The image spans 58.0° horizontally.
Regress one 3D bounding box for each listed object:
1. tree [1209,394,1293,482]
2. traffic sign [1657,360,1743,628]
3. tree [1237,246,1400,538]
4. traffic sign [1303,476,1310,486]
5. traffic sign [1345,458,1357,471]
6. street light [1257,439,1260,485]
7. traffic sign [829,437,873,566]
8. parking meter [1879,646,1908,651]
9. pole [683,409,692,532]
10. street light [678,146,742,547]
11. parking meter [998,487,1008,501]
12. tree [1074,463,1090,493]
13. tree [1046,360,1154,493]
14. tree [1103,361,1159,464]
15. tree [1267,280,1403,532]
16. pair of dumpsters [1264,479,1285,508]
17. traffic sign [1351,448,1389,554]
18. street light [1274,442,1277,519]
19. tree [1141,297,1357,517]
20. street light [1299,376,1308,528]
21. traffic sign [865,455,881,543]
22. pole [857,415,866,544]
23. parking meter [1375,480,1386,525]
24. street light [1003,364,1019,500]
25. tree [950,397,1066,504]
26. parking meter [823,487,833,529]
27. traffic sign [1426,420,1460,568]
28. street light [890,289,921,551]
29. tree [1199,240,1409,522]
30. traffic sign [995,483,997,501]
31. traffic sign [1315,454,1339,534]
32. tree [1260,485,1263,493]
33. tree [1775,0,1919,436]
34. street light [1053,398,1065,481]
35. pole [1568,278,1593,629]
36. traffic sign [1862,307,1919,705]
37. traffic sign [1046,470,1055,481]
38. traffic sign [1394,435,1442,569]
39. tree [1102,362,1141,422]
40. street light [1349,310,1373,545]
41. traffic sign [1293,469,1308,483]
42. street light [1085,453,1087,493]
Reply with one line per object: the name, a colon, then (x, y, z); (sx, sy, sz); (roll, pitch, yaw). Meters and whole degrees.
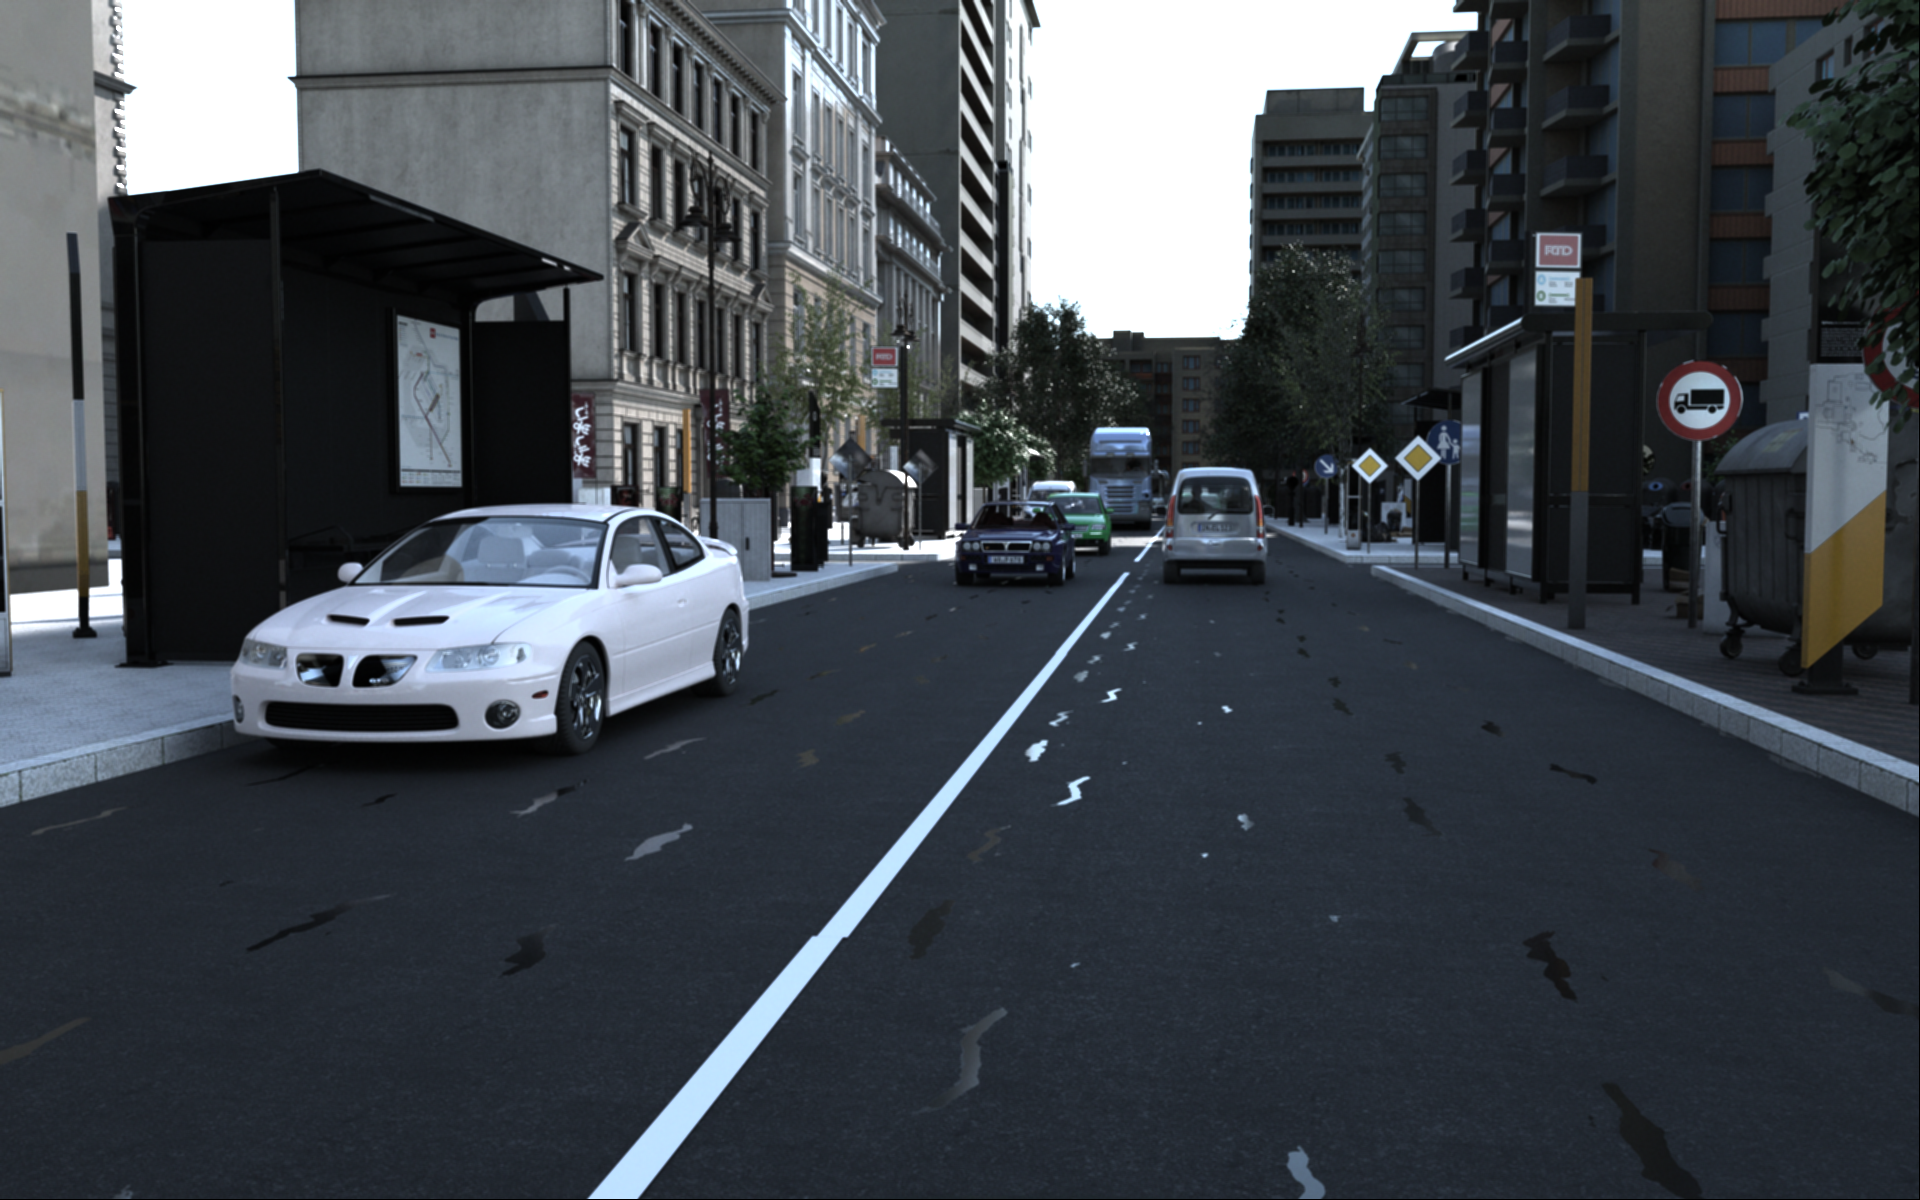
tree: (24.378, -13.195, 141.492); (9.928, 11.665, 9.643); (0, 3, 0)
traffic sign: (7.022, -1.004, 16.526); (0.768, 2.556, 0.104); (1, 4, 11)
tree: (10.970, -6.128, 50.557); (4.360, 8.622, 3.978); (0, 3, 0)
traffic sign: (20.699, -6.387, 104.531); (0.768, 2.556, 0.104); (1, 4, 16)
traffic sign: (14.045, -3.776, 61.839); (0.768, 2.556, 0.104); (1, 4, 15)
street light: (19.014, -8.430, 110.617); (0.468, 5.910, 1.993); (0, 4, 8)
traffic sign: (-1.943, -1.656, 30.724); (0.795, 2.450, 0.064); (0, 4, 8)
parking meter: (7.652, -0.523, 14.266); (0.399, 1.863, 0.255); (1, 4, 18)
pole: (-6.559, -2.923, 41.628); (0.158, 3.312, 0.155); (0, 3, 0)
street light: (-3.359, -3.100, 23.470); (0.468, 5.910, 1.993); (0, 4, 8)
parking meter: (1.653, -3.554, 66.518); (0.372, 1.533, 0.369); (0, 3, 0)
tree: (8.474, -8.460, 122.031); (4.285, 4.588, 4.351); (0, 3, 0)
tree: (8.257, -10.833, 111.529); (8.767, 10.594, 7.601); (0, 4, 3)
tree: (13.160, -13.986, 146.791); (7.486, 12.596, 7.792); (0, 3, 0)
tree: (12.764, -6.637, 58.877); (4.737, 8.622, 4.395); (0, 3, 0)
pair of dumpsters: (20.084, -6.545, 109.503); (1.574, 2.255, 4.437); (0, 4, 8)
traffic sign: (8.818, -2.060, 37.330); (0.795, 2.450, 0.064); (0, 4, 8)
street light: (16.139, -7.068, 88.355); (0.468, 5.910, 1.993); (0, 4, 8)
tree: (17.577, -11.303, 95.176); (12.009, 13.543, 11.850); (0, 3, 0)
street light: (13.098, -5.720, 66.316); (0.468, 5.910, 1.993); (0, 4, 8)
traffic sign: (-2.356, -2.626, 45.070); (0.606, 2.300, 0.079); (1, 4, 8)
pole: (-2.549, -3.116, 44.792); (0.158, 3.312, 0.155); (0, 3, 0)
parking meter: (17.242, -3.999, 71.099); (0.399, 1.863, 0.255); (-1, 4, -16)
street light: (1.822, -5.446, 61.826); (0.468, 5.910, 1.993); (0, 4, 8)
tree: (0.822, -4.602, 58.957); (4.285, 4.588, 4.351); (0, 3, 0)
parking meter: (-4.876, -3.389, 63.816); (0.372, 1.533, 0.369); (0, 3, 0)
traffic sign: (8.412, -1.819, 29.850); (0.768, 2.556, 0.104); (1, 4, 9)
street light: (-1.223, -4.066, 39.268); (0.468, 5.910, 1.993); (0, 4, 8)
tree: (15.483, -9.867, 78.332); (9.611, 12.733, 9.660); (0, 3, 0)
traffic sign: (1.409, -4.146, 67.787); (0.884, 2.594, 0.081); (1, 4, 15)
traffic sign: (11.769, -3.394, 55.598); (0.768, 2.556, 0.104); (1, 4, 16)
tree: (25.500, -9.443, 148.992); (1.663, 3.219, 1.824); (0, 3, 0)
tree: (5.610, -1.498, 8.199); (4.285, 4.588, 4.351); (0, 3, 0)
street light: (4.811, -6.794, 83.872); (0.468, 5.910, 1.993); (0, 4, 8)
pole: (5.902, -1.384, 16.477); (0.158, 3.312, 0.155); (0, 3, 0)
traffic sign: (5.851, -0.637, 10.514); (0.768, 2.556, 0.104); (1, 4, 13)
traffic sign: (4.327, -5.265, 86.180); (0.768, 2.556, 0.104); (1, 4, 15)
traffic sign: (7.763, -1.576, 29.415); (0.795, 2.450, 0.064); (0, 4, 8)
tree: (14.812, -15.213, 159.105); (12.009, 13.543, 11.850); (0, 3, 0)
street light: (10.110, -4.342, 43.783); (0.468, 5.910, 1.993); (0, 4, 8)
traffic sign: (16.625, -5.168, 84.607); (0.768, 2.556, 0.104); (1, 4, 17)
street light: (7.703, -8.143, 105.930); (0.468, 5.910, 1.993); (0, 4, 8)
